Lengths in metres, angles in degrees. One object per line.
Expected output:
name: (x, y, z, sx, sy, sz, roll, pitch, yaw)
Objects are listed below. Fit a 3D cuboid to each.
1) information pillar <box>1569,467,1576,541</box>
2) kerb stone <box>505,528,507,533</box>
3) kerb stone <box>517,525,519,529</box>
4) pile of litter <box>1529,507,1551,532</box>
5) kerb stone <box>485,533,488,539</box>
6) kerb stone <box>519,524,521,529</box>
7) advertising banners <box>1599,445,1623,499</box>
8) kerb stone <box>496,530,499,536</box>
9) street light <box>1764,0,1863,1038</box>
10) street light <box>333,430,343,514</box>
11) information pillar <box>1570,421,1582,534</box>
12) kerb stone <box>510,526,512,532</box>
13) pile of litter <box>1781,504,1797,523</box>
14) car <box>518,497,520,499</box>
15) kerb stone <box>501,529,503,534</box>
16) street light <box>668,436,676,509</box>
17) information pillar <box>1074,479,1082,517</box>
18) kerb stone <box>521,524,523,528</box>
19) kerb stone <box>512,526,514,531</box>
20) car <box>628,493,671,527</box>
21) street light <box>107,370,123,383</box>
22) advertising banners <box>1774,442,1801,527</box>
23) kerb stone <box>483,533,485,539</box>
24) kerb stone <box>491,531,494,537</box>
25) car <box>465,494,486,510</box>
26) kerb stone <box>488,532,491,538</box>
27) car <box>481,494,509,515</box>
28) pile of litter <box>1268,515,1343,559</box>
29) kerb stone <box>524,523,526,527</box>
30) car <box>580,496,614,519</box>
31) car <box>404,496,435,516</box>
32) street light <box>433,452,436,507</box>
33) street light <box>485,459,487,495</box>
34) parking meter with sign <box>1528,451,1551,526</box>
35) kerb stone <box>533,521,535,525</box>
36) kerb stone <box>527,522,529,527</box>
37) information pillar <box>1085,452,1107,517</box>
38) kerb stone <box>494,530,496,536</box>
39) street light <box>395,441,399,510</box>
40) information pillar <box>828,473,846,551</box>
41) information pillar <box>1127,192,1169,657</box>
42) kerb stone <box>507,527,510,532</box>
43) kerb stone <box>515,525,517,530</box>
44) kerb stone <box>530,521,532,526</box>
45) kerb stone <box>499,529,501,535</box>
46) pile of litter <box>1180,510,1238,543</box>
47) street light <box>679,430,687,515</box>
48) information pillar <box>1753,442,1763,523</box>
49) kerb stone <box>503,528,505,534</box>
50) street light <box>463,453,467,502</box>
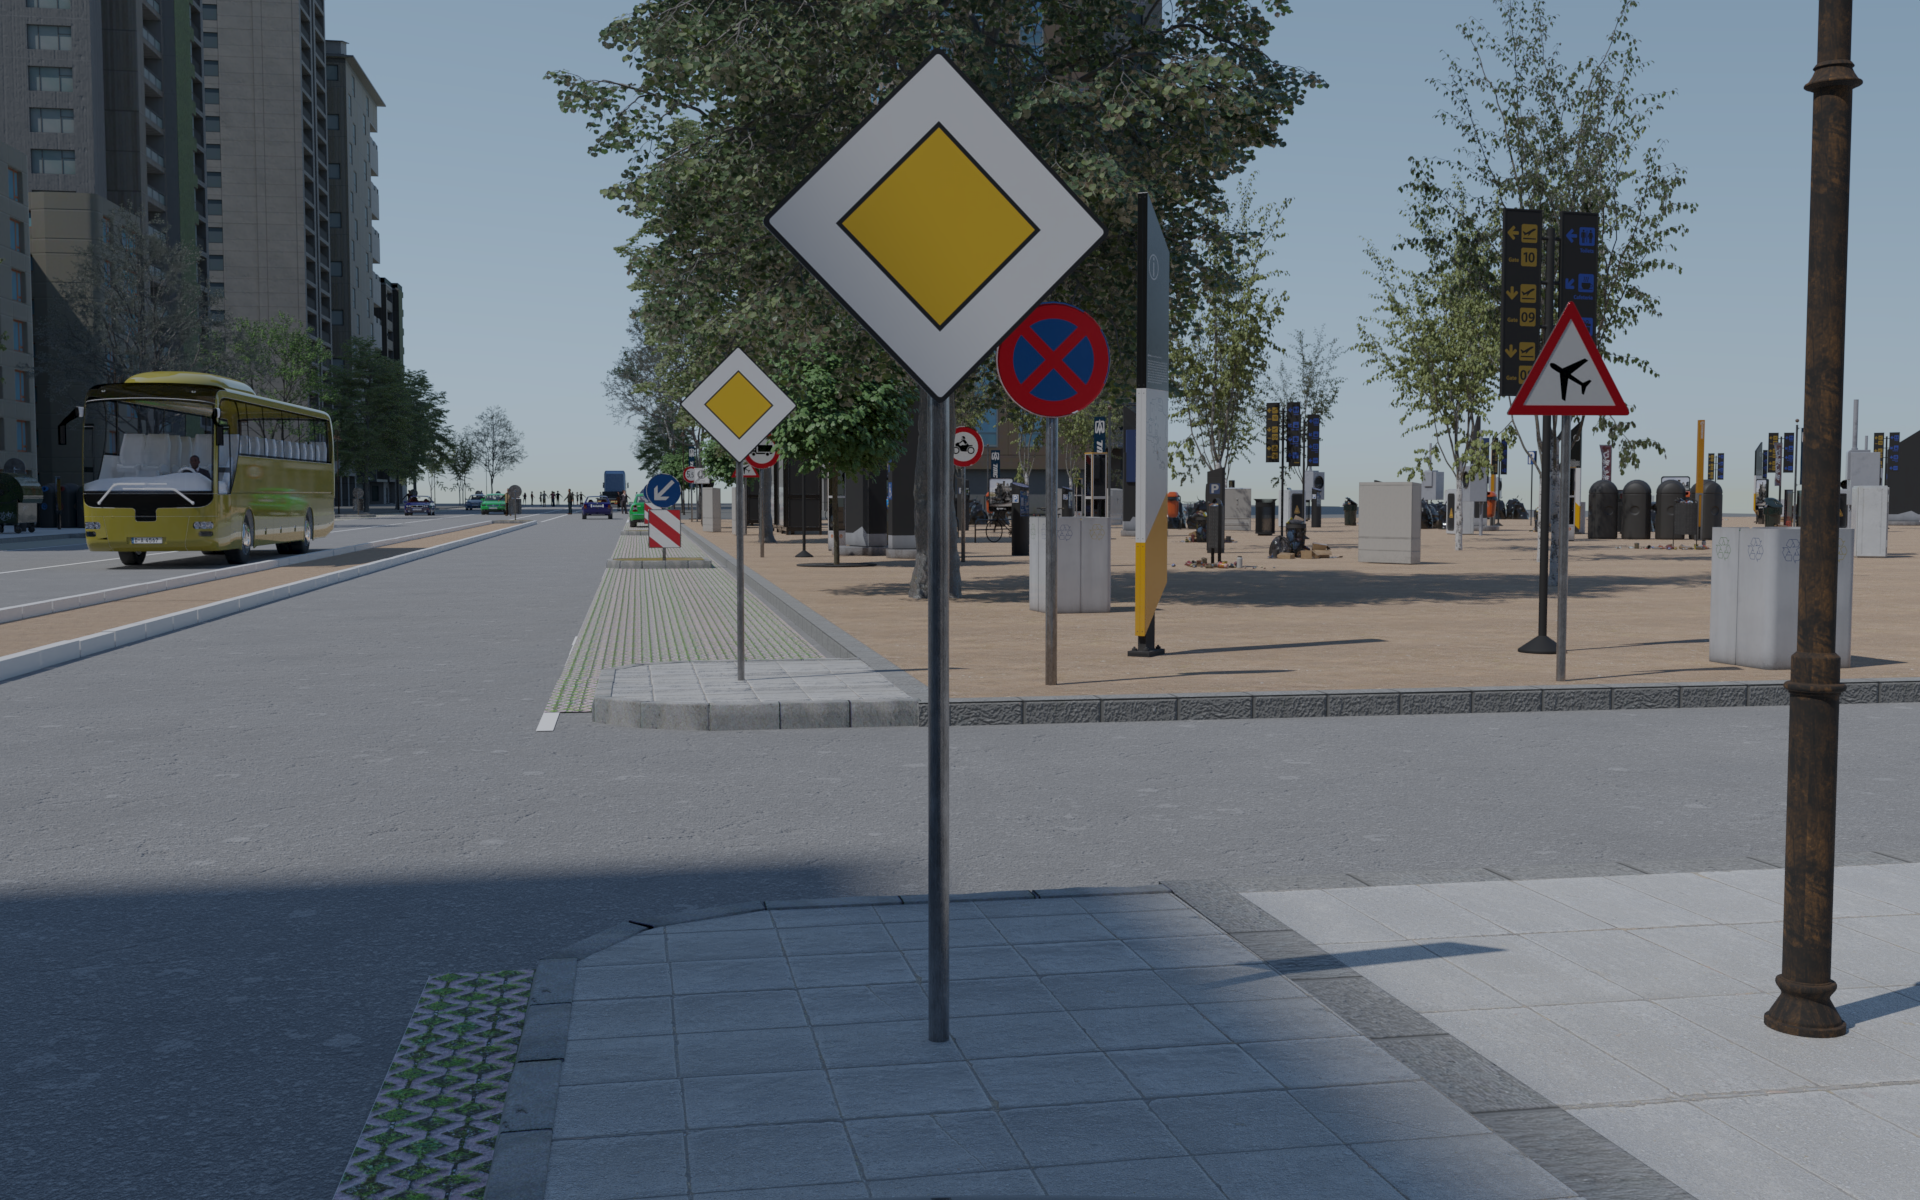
information pillar: (16.471, -2.597, 46.949, 0.304, 2.012, 0.304, 0, 4, -7)
kerb stone: (-16.673, -2.499, 63.059, 0.120, 0.150, 1.000, -1, 4, -10)
kerb stone: (-17.790, -2.869, 69.107, 0.120, 0.150, 1.000, -1, 4, -10)
pile of litter: (19.882, -2.732, 58.633, 1.176, 0.858, 1.719, 1, 4, 21)
kerb stone: (-15.174, -2.007, 55.009, 0.120, 0.150, 1.000, -1, 4, -10)
kerb stone: (-17.980, -2.929, 70.115, 0.120, 0.150, 1.000, -1, 4, -10)
advertising banners: (23.561, -3.995, 61.500, 2.074, 3.025, 0.090, -1, 4, -15)
kerb stone: (-15.915, -2.253, 59.035, 0.120, 0.150, 1.000, -1, 4, -10)
street light: (2.033, -1.908, 3.989, 0.468, 5.910, 1.993, -1, 4, -10)
street light: (-40.288, -8.525, 112.177, 0.468, 5.910, 1.993, -1, 4, -10)
information pillar: (19.585, -3.907, 55.227, 0.183, 3.616, 0.504, -3, 5, -45)
kerb stone: (-17.041, -2.617, 65.077, 0.120, 0.150, 1.000, -1, 4, -10)
pile of litter: (37.535, -3.940, 78.391, 1.719, 0.858, 1.176, -3, 4, -36)
car: (-50.137, -11.266, 193.233, 2.155, 1.783, 4.494, -1, 4, -11)
kerb stone: (-16.305, -2.376, 61.042, 0.120, 0.150, 1.000, -1, 4, -10)
street light: (-22.025, -9.825, 133.419, 0.468, 5.910, 1.993, -1, 4, -10)
information pillar: (5.601, -4.738, 81.964, 0.304, 2.012, 0.304, -1, 4, -14)
kerb stone: (-18.161, -2.992, 71.121, 0.120, 0.150, 1.000, -1, 4, -10)
kerb stone: (-17.228, -2.681, 66.081, 0.120, 0.150, 1.000, -1, 4, -10)
car: (-13.434, -4.066, 75.277, 1.959, 1.807, 4.718, -1, 4, -10)
street light: (-31.333, -5.603, 64.399, 0.468, 5.910, 1.993, -1, 4, -10)
advertising banners: (28.262, -3.842, 59.011, 2.074, 3.025, 0.090, -2, 4, -34)
kerb stone: (-14.988, -1.946, 54.004, 0.120, 0.150, 1.000, -1, 4, -10)
kerb stone: (-15.543, -2.130, 57.020, 0.120, 0.150, 1.000, -1, 4, -10)
car: (-42.763, -8.659, 153.577, 2.014, 1.417, 4.499, -1, 4, -9)
kerb stone: (-15.363, -2.068, 56.014, 0.120, 0.150, 1.000, -1, 4, -10)
car: (-32.324, -6.844, 120.699, 1.959, 1.807, 4.718, -1, 4, -10)
pile of litter: (6.915, -1.269, 34.711, 1.719, 0.858, 1.176, -1, 4, -11)
kerb stone: (-18.542, -3.115, 73.142, 0.120, 0.150, 1.000, -1, 4, -10)
car: (-20.800, -5.305, 99.312, 1.945, 1.354, 3.894, -1, 4, -12)
car: (-36.105, -6.311, 115.764, 1.945, 1.354, 3.894, -1, 4, -12)
street light: (-50.207, -11.785, 165.471, 0.468, 5.910, 1.993, -1, 4, -10)
street light: (-60.354, -15.165, 220.737, 0.468, 5.910, 1.993, -1, 4, -10)
parking meter with sign: (23.875, -4.516, 70.090, 1.738, 3.016, 0.543, -1, 4, -14)
kerb stone: (-19.660, -3.486, 79.185, 0.120, 0.150, 1.000, -1, 4, -10)
kerb stone: (-18.912, -3.239, 75.154, 0.120, 0.150, 1.000, -1, 4, -10)
information pillar: (2.410, -1.606, 30.745, 0.304, 2.012, 0.304, -1, 4, -22)
kerb stone: (-15.726, -2.192, 58.031, 0.120, 0.150, 1.000, -1, 4, -10)
street light: (-45.407, -10.218, 139.859, 0.468, 5.910, 1.993, -1, 4, -10)
information pillar: (-2.769, -2.110, 38.986, 0.304, 2.012, 0.304, -3, 5, -41)
information pillar: (1.521, -1.369, 13.744, 0.183, 3.616, 0.504, 2, 4, 28)
kerb stone: (-16.854, -2.561, 64.065, 0.120, 0.150, 1.000, -1, 4, -10)
kerb stone: (-17.604, -2.807, 68.097, 0.120, 0.150, 1.000, -1, 4, -10)
kerb stone: (-19.283, -3.362, 77.173, 0.120, 0.150, 1.000, -1, 4, -10)
kerb stone: (-16.111, -2.315, 60.038, 0.120, 0.150, 1.000, -1, 4, -10)
pile of litter: (6.500, -1.959, 45.991, 1.719, 0.858, 1.176, 3, 5, 42)
street light: (-16.892, -8.137, 105.827, 0.468, 5.910, 1.993, -1, 4, -10)
information pillar: (35.788, -5.280, 77.676, 0.504, 3.616, 0.183, -2, 4, -35)
kerb stone: (-16.478, -2.438, 62.051, 0.120, 0.150, 1.000, -1, 4, -10)
street light: (-55.191, -13.474, 193.090, 0.468, 5.910, 1.993, -1, 4, -10)
